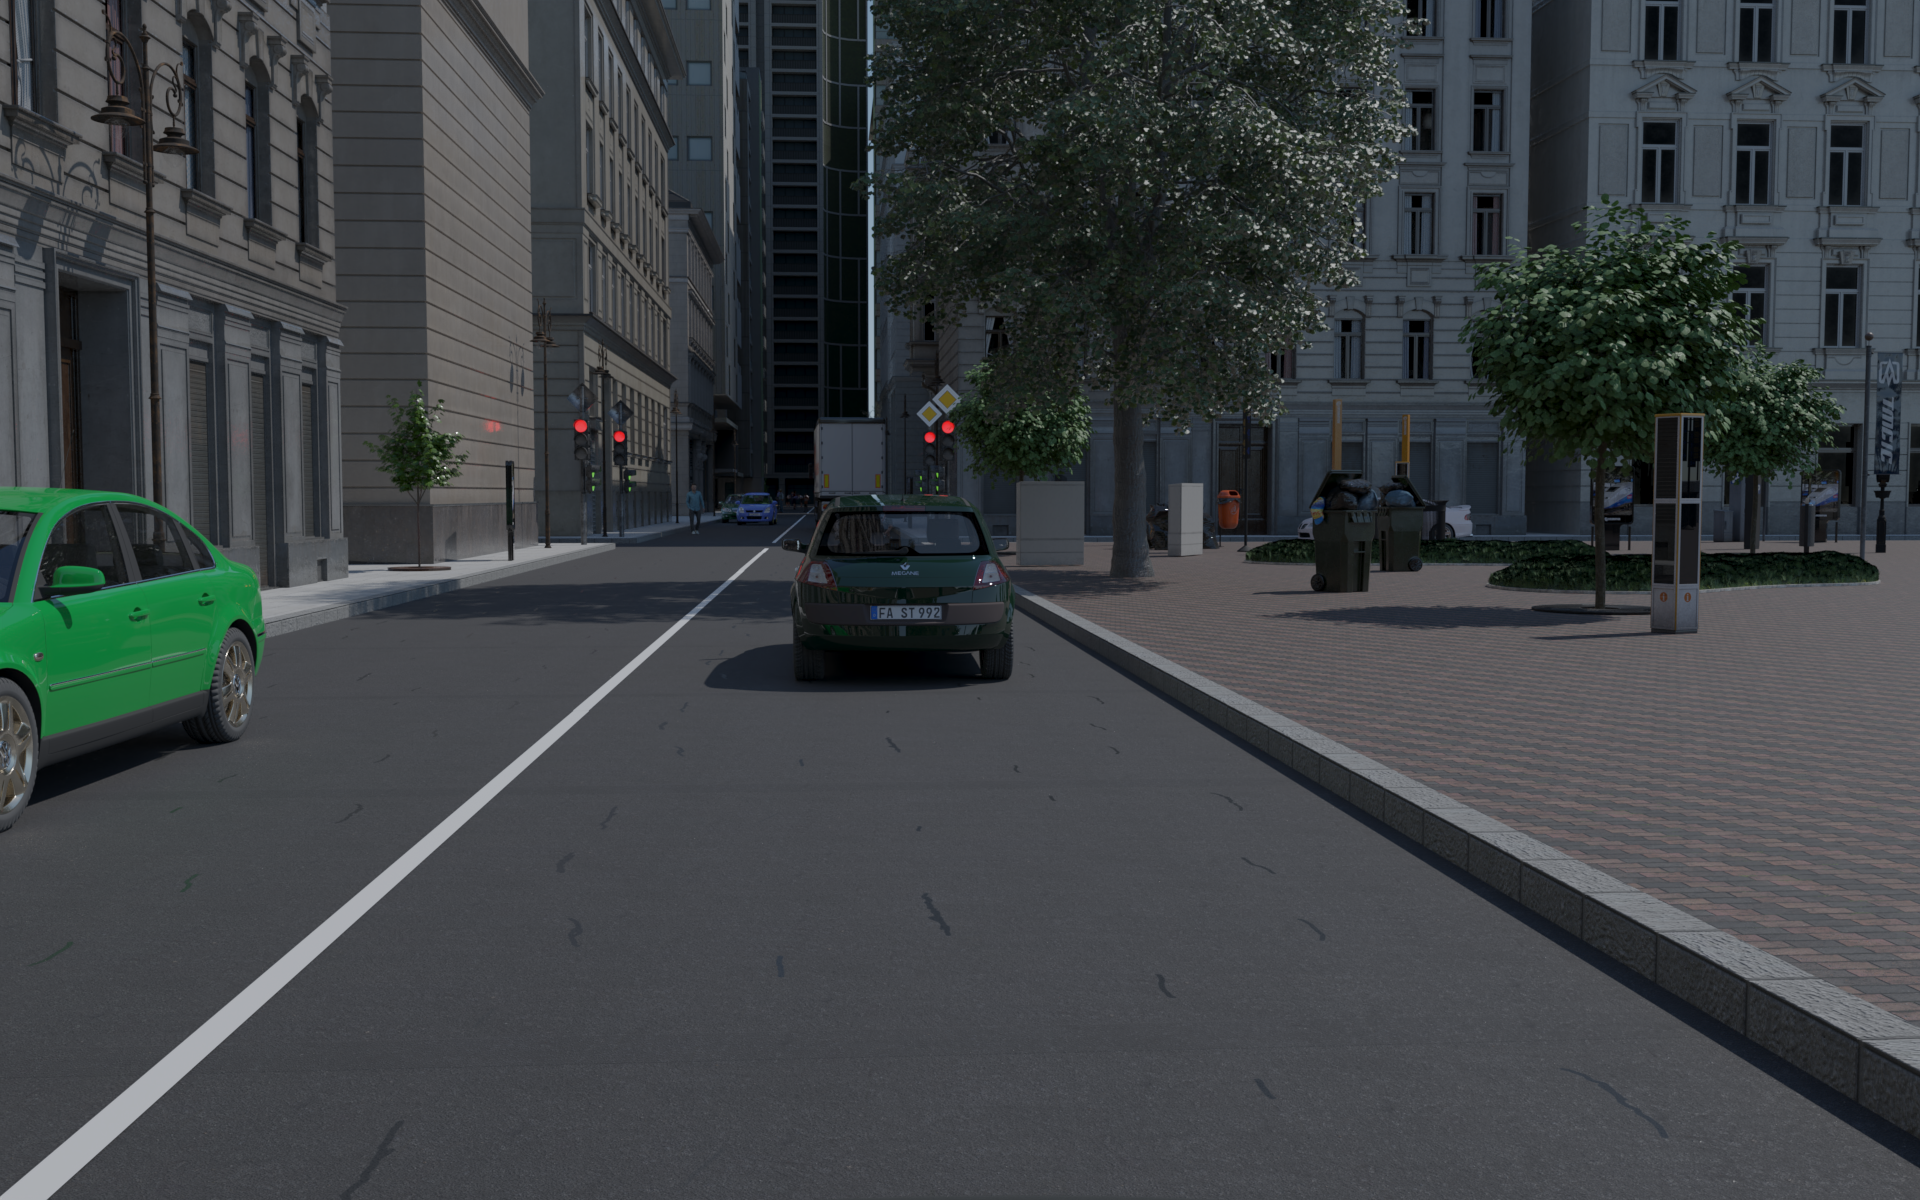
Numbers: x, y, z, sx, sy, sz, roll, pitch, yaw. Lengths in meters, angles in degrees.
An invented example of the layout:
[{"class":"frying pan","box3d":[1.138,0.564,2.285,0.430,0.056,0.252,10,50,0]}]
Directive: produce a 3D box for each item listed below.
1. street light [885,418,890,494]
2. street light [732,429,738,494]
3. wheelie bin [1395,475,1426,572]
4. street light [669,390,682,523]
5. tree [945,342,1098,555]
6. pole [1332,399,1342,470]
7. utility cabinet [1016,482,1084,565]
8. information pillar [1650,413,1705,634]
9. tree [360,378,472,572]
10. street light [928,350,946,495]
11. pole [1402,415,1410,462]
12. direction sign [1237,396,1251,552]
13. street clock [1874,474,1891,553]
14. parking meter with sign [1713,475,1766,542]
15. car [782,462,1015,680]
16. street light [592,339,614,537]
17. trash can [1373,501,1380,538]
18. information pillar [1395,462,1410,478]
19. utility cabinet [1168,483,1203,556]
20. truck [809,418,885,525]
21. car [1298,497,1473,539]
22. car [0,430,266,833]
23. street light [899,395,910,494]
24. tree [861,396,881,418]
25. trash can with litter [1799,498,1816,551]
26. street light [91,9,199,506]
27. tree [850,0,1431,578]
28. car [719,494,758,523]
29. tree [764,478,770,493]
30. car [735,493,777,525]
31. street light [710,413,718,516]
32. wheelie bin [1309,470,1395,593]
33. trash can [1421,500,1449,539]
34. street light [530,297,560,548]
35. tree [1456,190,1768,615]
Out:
[{"class":"street light","box3d":[-4.356,-7.974,103.166,0.468,5.910,1.993,0,4,-4]},{"class":"street light","box3d":[-16.030,-9.204,123.273,0.468,5.910,1.993,0,4,-4]},{"class":"wheelie bin","box3d":[7.318,-1.279,28.827,0.693,1.594,0.980,0,4,-7]},{"class":"street light","box3d":[-12.410,-6.304,75.859,0.468,5.910,1.993,0,4,-4]},{"class":"tree","box3d":[1.334,-3.271,37.195,4.285,4.588,4.351,0,3,0]},{"class":"pole","box3d":[8.119,-2.661,37.350,0.158,3.312,0.155,0,3,0]},{"class":"utility cabinet","box3d":[1.606,-1.359,30.895,1.173,1.500,0.318,-1,4,-12]},{"class":"information pillar","box3d":[6.604,-0.701,15.954,0.304,2.012,0.304,-2,4,-25]},{"class":"tree","box3d":[-9.032,-2.102,28.966,1.663,3.219,1.824,0,3,0]},{"class":"street light","box3d":[-0.744,-5.074,55.753,0.468,5.910,1.993,0,4,-4]},{"class":"pole","box3d":[11.455,-3.102,44.567,0.158,3.312,0.155,0,3,0]},{"class":"direction sign","box3d":[6.348,-2.838,38.400,0.379,3.537,0.876,0,4,-1]},{"class":"street clock","box3d":[20.133,-2.033,37.815,0.358,2.002,0.471,1,4,22]},{"class":"parking meter with sign","box3d":[21.009,-3.070,46.451,1.738,3.016,0.543,-2,4,-25]},{"class":"car","box3d":[-0.531,-0.304,14.752,2.009,1.686,4.222,0,4,-4]},{"class":"street light","box3d":[-10.651,-4.832,51.787,0.468,5.910,1.993,0,4,-4]},{"class":"trash can","box3d":[8.510,-1.515,36.416,0.748,1.137,0.748,0,3,0]},{"class":"information pillar","box3d":[10.050,-2.134,39.389,0.304,2.012,0.304,1,4,17]},{"class":"utility cabinet","box3d":[4.656,-1.660,35.817,0.318,1.500,1.173,2,4,30]},{"class":"truck","box3d":[-4.541,-4.906,69.130,2.839,4.237,11.283,0,4,-6]},{"class":"car","box3d":[11.865,-2.206,48.429,4.827,1.381,2.083,0,4,-6]},{"class":"car","box3d":[-4.979,0.012,8.608,1.959,1.807,4.718,0,4,-3]},{"class":"street light","box3d":[-2.517,-6.524,79.462,0.468,5.910,1.993,0,4,-4]},{"class":"tree","box3d":[-5.590,-11.044,130.936,4.360,8.622,3.978,0,3,0]},{"class":"trash can with litter","box3d":[15.527,-1.248,31.457,1.678,1.210,2.233,2,4,29]},{"class":"street light","box3d":[-8.014,-2.716,17.197,0.468,5.910,1.993,0,4,-4]},{"class":"tree","box3d":[2.659,-7.322,26.378,9.857,13.997,8.962,0,3,0]},{"class":"car","box3d":[-11.009,-4.600,87.013,2.131,1.459,4.920,0,4,-5]},{"class":"tree","box3d":[-19.567,-10.881,172.503,1.663,3.219,1.824,0,3,0]},{"class":"car","box3d":[-9.448,-4.347,80.658,1.945,1.707,3.694,0,4,-3]},{"class":"street light","box3d":[-14.147,-7.754,99.572,0.468,5.910,1.993,0,4,-4]},{"class":"wheelie bin","box3d":[5.077,-0.910,22.785,0.980,1.594,0.693,-2,4,-35]},{"class":"trash can","box3d":[10.853,-1.723,39.826,0.748,1.137,0.748,0,3,0]},{"class":"street light","box3d":[-9.776,-4.166,40.907,0.468,5.910,1.993,0,4,-4]},{"class":"tree","box3d":[7.112,-2.155,18.942,4.285,4.588,4.351,0,3,0]}]
